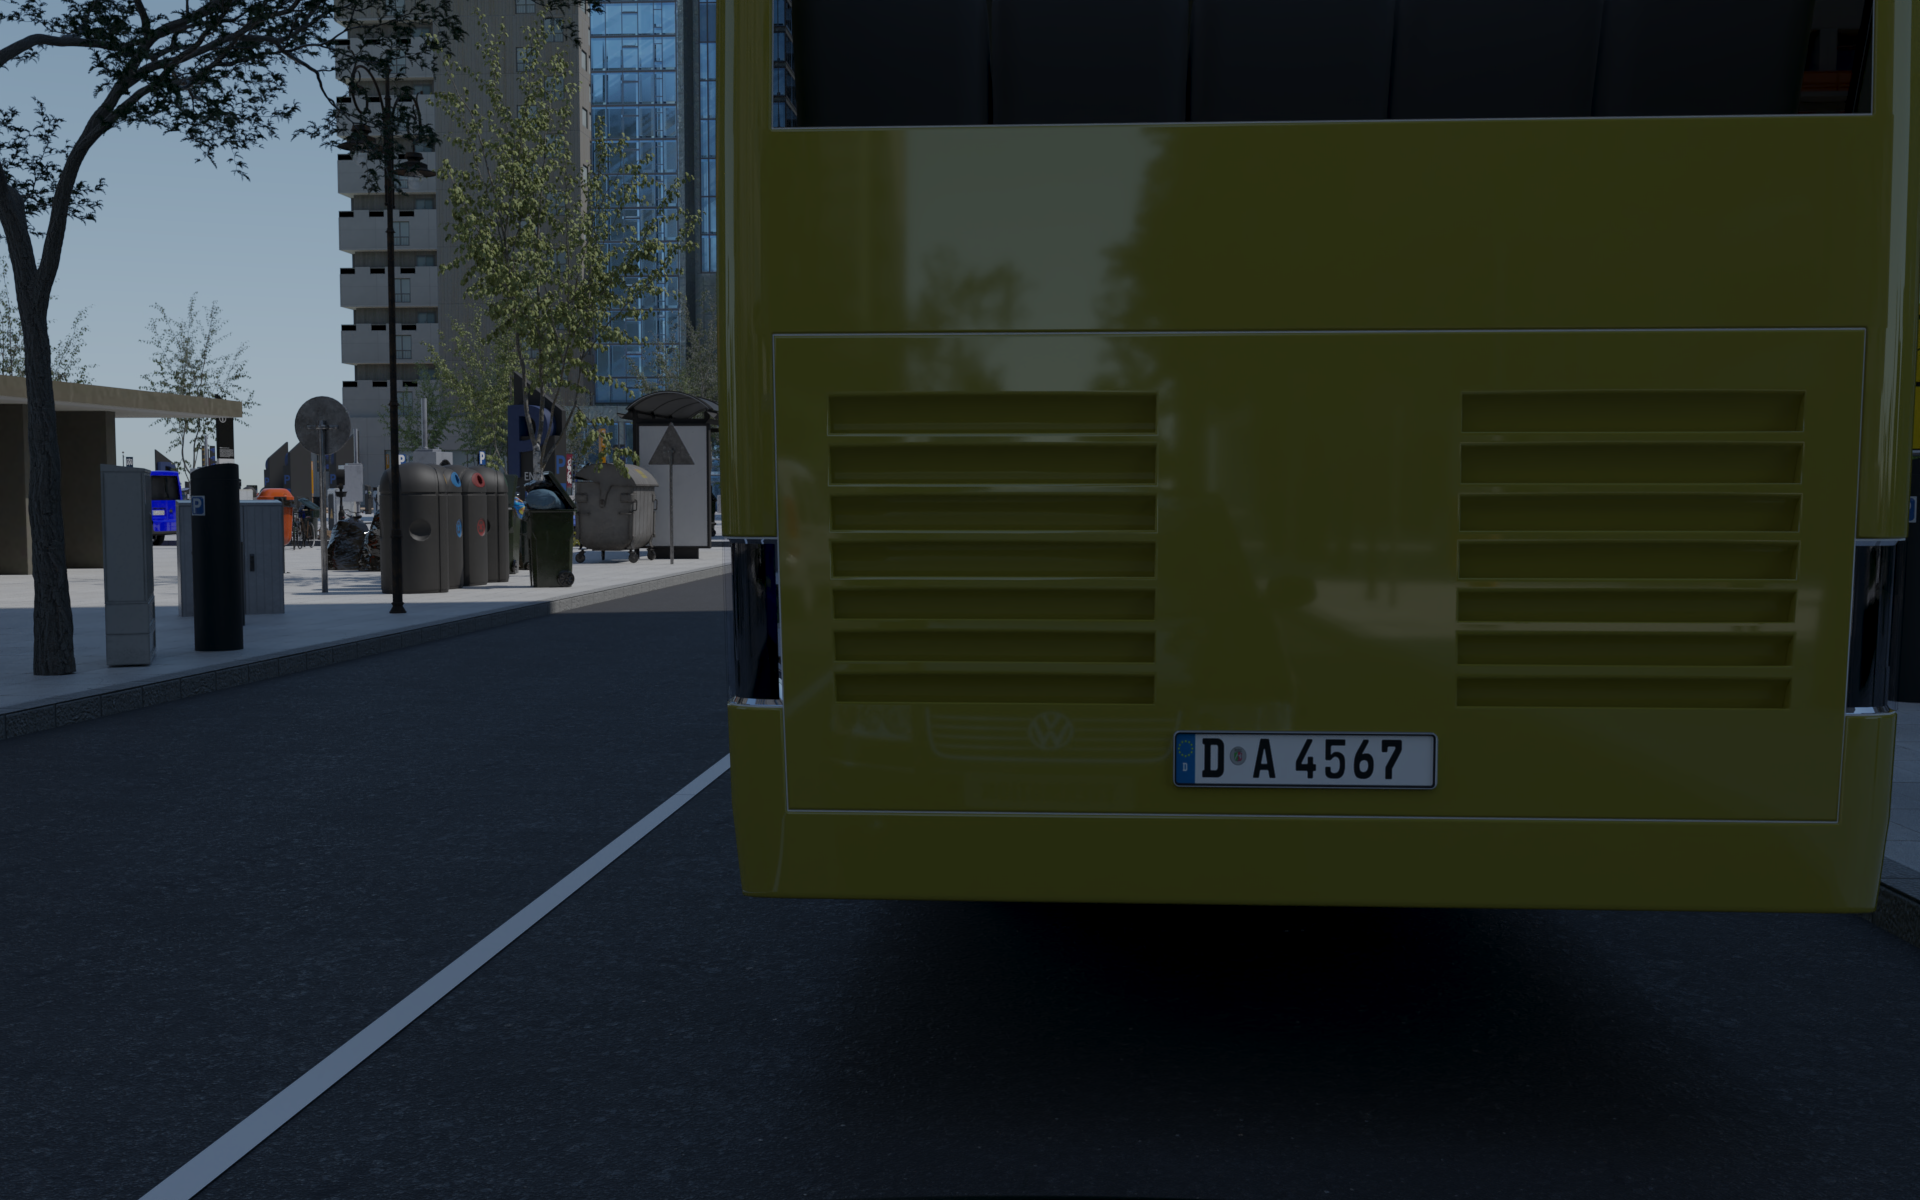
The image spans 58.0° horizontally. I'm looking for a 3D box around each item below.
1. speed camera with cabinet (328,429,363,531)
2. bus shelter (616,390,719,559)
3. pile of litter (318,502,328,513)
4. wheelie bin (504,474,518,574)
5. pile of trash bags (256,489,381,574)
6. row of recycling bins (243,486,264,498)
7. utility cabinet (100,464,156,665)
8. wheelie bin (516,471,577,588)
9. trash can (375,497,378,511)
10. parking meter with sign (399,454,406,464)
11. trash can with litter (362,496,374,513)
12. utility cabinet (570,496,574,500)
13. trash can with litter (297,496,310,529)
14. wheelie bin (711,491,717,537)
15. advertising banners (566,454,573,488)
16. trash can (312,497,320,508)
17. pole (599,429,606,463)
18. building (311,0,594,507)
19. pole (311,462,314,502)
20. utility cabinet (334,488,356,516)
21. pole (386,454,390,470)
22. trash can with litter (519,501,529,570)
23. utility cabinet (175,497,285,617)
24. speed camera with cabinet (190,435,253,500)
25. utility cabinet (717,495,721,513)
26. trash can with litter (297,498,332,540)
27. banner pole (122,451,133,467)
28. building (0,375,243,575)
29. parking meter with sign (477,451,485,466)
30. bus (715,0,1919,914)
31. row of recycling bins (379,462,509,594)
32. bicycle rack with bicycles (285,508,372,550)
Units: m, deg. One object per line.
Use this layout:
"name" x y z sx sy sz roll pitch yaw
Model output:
"speed camera with cabinet" -18.837 -3.588 53.005 0.660 3.252 2.038 -2 4 -33
"bus shelter" -5.542 -2.613 36.653 2.014 3.302 5.546 0 4 4
"pile of litter" -42.596 -6.199 115.320 1.176 0.858 1.719 3 5 40
"wheelie bin" -7.452 -1.219 27.834 0.980 1.594 0.693 0 4 -2
"pile of trash bags" -10.083 -1.183 29.094 3.447 1.369 1.912 -3 5 -44
"row of recycling bins" -38.693 -5.264 93.176 3.534 1.692 1.069 -1 4 -15
"utility cabinet" -6.367 -0.283 13.305 0.318 1.500 1.173 -1 4 -23
"wheelie bin" -5.671 -0.979 23.915 0.693 1.594 0.980 -1 4 -20
"trash can" -24.503 -3.792 73.652 0.748 1.137 0.748 0 3 0
"parking meter with sign" -23.633 -4.833 75.285 1.738 3.016 0.543 1 4 23
"trash can with litter" -39.460 -6.374 115.271 2.233 1.210 1.678 -2 4 -33
"utility cabinet" -15.462 -3.458 67.694 0.306 1.237 1.020 1 4 14
"trash can with litter" -24.161 -3.162 62.749 1.678 1.210 2.233 2 4 27
"wheelie bin" -7.729 -2.712 52.248 0.693 1.594 0.980 -2 4 -24
"advertising banners" -17.151 -4.775 74.257 0.090 3.025 2.074 1 4 20
"trash can" -36.016 -5.253 97.542 0.748 1.137 0.748 0 3 0
"pole" -11.171 -3.688 54.142 0.158 3.312 0.155 0 3 0
"building" -48.057 -36.060 178.819 27.495 52.752 28.713 0 4 4
"pole" -40.580 -7.006 108.396 0.158 3.312 0.155 0 3 0
"utility cabinet" -23.881 -3.592 67.415 0.318 1.500 1.173 1 4 13
"pole" -29.466 -5.836 89.257 0.158 3.312 0.155 0 3 0
"trash can with litter" -7.424 -1.084 29.106 0.624 1.170 1.055 2 4 24
"utility cabinet" -7.757 -0.444 18.423 1.020 1.237 0.306 -2 4 -31
"speed camera with cabinet" -25.196 -3.961 59.104 0.660 3.252 2.038 2 4 31
"utility cabinet" -16.096 -6.421 116.142 0.306 1.237 1.020 -1 4 -14
"trash can with litter" -18.017 -2.273 48.559 1.055 1.170 0.624 1 4 12
"banner pole" -48.899 -6.834 101.745 0.401 3.779 0.863 2 4 31
"building" -28.456 -22.428 21.330 28.867 44.769 22.147 0 4 4
"parking meter with sign" -18.600 -4.521 70.180 1.738 3.016 0.543 1 4 10
"bus" 1.099 -1.108 9.670 2.896 3.916 12.252 0 4 4
"row of recycling bins" -7.102 -1.025 23.878 1.069 1.692 3.534 0 4 2
"bicycle rack with bicycles" -15.035 -1.669 40.674 2.852 0.926 2.925 0 4 1
